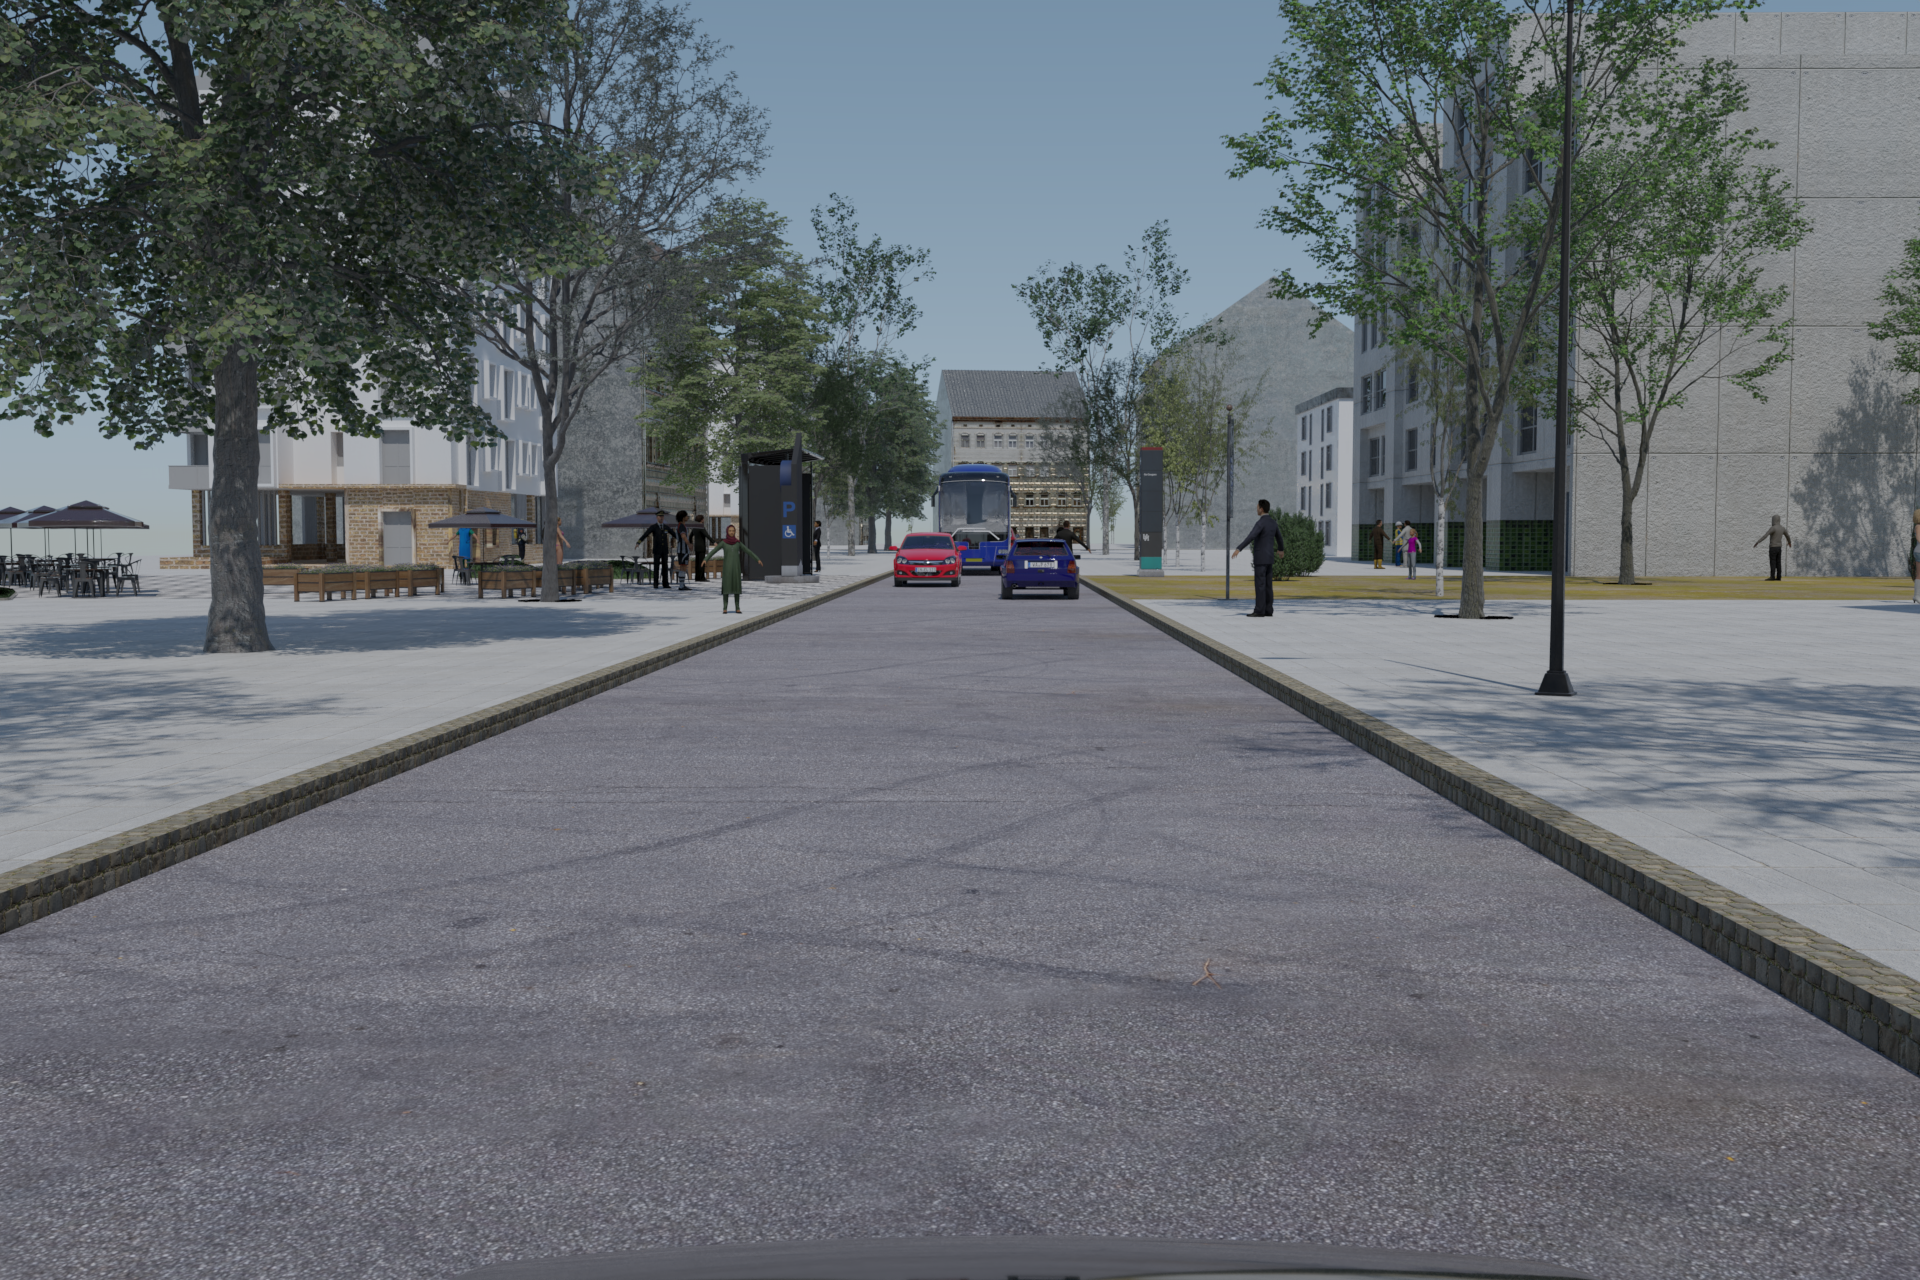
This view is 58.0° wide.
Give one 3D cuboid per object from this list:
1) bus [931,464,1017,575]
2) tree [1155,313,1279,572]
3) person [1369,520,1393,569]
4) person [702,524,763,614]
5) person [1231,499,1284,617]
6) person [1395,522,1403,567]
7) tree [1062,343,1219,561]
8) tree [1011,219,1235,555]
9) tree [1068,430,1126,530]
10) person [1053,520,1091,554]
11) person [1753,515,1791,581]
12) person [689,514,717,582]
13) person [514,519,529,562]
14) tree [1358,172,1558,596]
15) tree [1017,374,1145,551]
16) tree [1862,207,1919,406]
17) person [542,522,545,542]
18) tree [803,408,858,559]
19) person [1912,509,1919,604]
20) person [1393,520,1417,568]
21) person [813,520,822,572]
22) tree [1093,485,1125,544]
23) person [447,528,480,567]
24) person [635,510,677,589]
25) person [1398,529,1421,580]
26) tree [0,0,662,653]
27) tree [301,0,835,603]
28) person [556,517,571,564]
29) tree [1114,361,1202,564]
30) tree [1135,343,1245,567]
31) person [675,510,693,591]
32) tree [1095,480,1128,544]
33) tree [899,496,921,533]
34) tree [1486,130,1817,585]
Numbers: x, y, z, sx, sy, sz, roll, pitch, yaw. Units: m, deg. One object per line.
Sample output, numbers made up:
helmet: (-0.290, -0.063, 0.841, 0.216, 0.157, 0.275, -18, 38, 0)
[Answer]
bus: (0.590, -4.459, 64.444, 2.896, 3.916, 12.251, 0, 4, 1)
tree: (8.038, -6.622, 58.625, 4.360, 8.622, 3.978, 0, 3, 0)
person: (15.333, -3.498, 63.327, 0.704, 1.812, 1.346, -2, 4, -25)
person: (-3.664, -1.139, 27.829, 0.989, 1.438, 0.599, -1, 4, -17)
person: (4.673, -1.270, 26.816, 0.704, 1.823, 1.345, 3, 5, 43)
person: (17.309, -3.763, 67.987, 0.721, 1.772, 1.216, 0, 4, 1)
tree: (8.740, -9.145, 83.932, 8.767, 10.594, 7.601, 2, 4, 26)
tree: (9.742, -15.225, 104.824, 12.611, 20.169, 13.585, 0, 3, 0)
tree: (9.968, -10.204, 117.193, 4.360, 8.622, 3.978, 0, 3, 0)
person: (2.883, -2.324, 46.680, 1.346, 1.802, 0.704, 2, 4, 26)
person: (22.296, -2.525, 47.405, 1.348, 1.813, 0.705, -1, 4, -22)
person: (-6.944, -2.464, 46.468, 0.705, 1.806, 1.347, -3, 5, -42)
person: (-16.658, -3.679, 65.937, 0.705, 1.856, 1.354, -2, 4, -24)
tree: (9.680, -5.212, 35.582, 4.360, 8.622, 3.978, 0, 3, 0)
tree: (9.764, -13.517, 131.372, 12.009, 13.543, 11.850, 0, 3, 0)
tree: (28.982, -7.430, 47.229, 9.928, 11.665, 9.643, 0, 3, 0)
person: (-16.084, -3.751, 67.550, 0.704, 1.802, 1.346, 0, 4, 3)
tree: (-6.774, -8.523, 89.714, 4.360, 8.622, 3.978, 0, 3, 0)
person: (17.821, -1.550, 31.952, 0.721, 1.753, 1.214, 2, 4, 33)
person: (16.935, -3.640, 65.700, 1.347, 1.806, 0.705, -2, 4, -34)
person: (-4.862, -3.146, 58.156, 0.721, 1.740, 1.216, 0, 4, -6)
tree: (19.934, -16.783, 224.771, 4.360, 8.622, 3.978, 0, 3, 0)
person: (-17.679, -3.404, 61.782, 1.347, 1.817, 0.704, 1, 4, 17)
person: (-7.043, -2.132, 40.799, 1.347, 1.837, 0.705, -2, 4, -30)
person: (12.651, -2.410, 48.675, 0.599, 1.433, 0.991, -2, 4, -24)
tree: (-7.917, -6.850, 18.652, 9.857, 13.997, 8.962, 0, 3, 0)
tree: (-7.618, -7.456, 32.276, 12.009, 13.543, 11.850, 0, 3, 0)
person: (-10.604, -2.401, 46.058, 0.721, 1.733, 1.217, -2, 4, -30)
tree: (8.787, -7.524, 73.378, 4.360, 8.622, 3.978, 0, 3, 0)
tree: (8.542, -7.118, 66.744, 4.737, 8.622, 4.395, 0, 3, 0)
person: (-6.256, -2.028, 39.297, 0.704, 1.843, 1.345, -1, 4, -16)
tree: (20.183, -17.091, 229.805, 4.737, 8.622, 4.395, 0, 3, 0)
tree: (-6.641, -17.033, 228.843, 4.737, 8.622, 4.395, 0, 3, 0)
tree: (17.033, -7.208, 43.606, 9.928, 11.665, 9.643, 0, 3, 0)
